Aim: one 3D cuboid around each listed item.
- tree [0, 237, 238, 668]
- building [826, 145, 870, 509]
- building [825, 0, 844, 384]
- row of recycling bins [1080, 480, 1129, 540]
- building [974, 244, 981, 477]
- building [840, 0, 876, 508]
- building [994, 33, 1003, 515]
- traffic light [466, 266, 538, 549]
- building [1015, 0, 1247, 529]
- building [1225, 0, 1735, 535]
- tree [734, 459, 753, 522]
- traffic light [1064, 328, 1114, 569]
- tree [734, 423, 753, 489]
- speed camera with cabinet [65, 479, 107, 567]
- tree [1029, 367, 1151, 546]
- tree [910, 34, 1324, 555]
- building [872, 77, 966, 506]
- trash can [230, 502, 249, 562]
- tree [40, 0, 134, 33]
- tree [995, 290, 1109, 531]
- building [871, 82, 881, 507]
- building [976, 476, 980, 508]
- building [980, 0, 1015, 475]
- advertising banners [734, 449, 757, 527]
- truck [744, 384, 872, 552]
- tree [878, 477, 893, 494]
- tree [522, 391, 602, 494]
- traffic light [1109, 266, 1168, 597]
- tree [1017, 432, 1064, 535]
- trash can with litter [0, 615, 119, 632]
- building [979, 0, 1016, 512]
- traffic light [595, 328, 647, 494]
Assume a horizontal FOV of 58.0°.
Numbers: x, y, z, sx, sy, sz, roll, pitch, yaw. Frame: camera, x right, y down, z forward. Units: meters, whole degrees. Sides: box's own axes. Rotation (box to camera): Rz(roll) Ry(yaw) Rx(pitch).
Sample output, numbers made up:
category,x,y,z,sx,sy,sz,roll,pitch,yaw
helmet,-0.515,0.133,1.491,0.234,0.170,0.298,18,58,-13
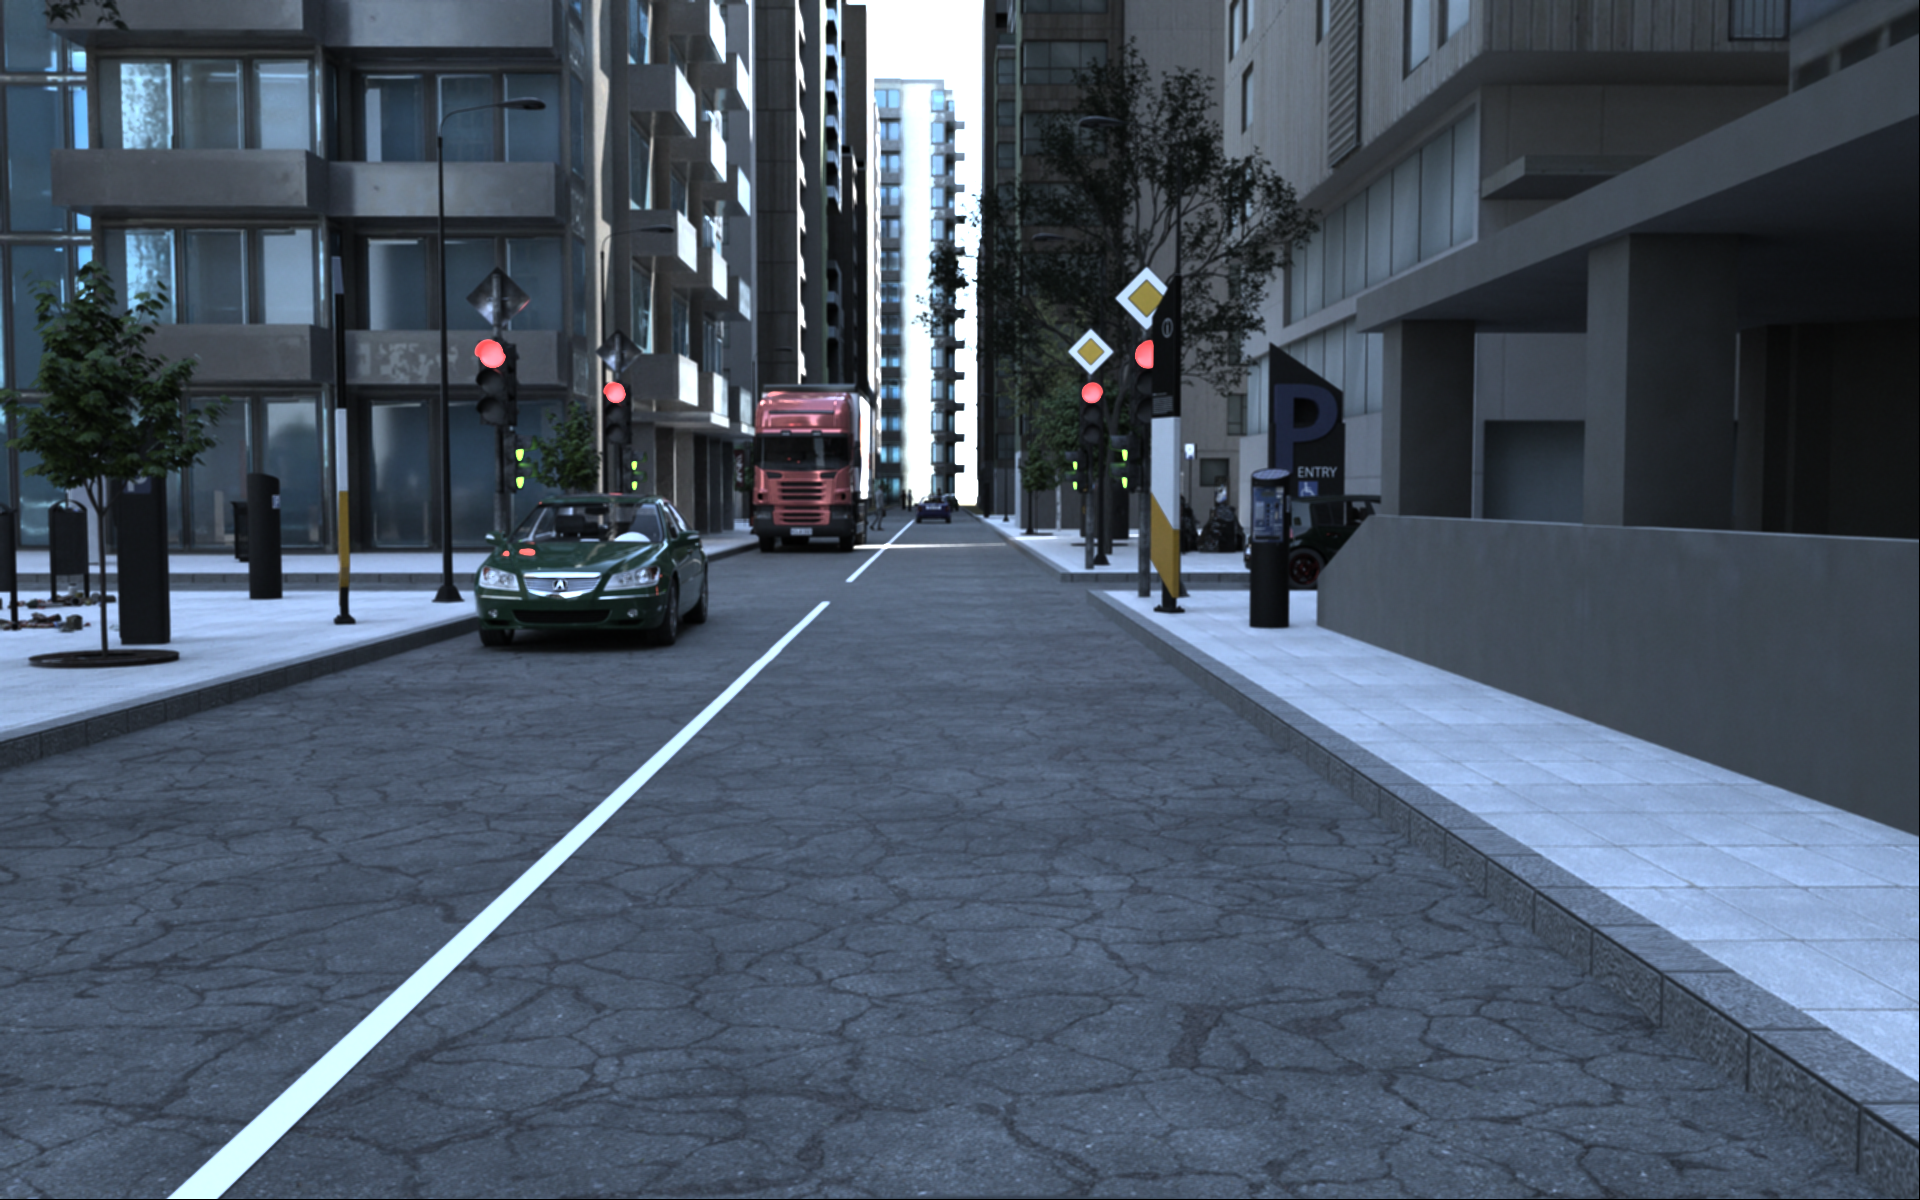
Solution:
category,x,y,z,sx,sy,sz,roll,pitch,yaw
tree,-6.581,-1.127,13.022,1.663,3.219,1.824,0,3,0
building,-14.824,-22.713,143.051,14.160,30.474,14.107,0,4,-1
building,-18.065,-49.261,118.086,22.319,86.520,31.000,0,4,-1
row of recycling bins,4.226,-2.645,50.364,1.069,1.692,3.534,0,4,-6
building,8.816,-25.935,195.740,14.107,30.474,14.160,0,4,-1
building,-14.979,-31.001,156.978,14.600,45.320,14.200,0,4,-1
building,9.176,-20.852,112.625,14.160,30.474,14.107,0,4,-1
traffic light,-5.679,-1.987,21.409,0.839,4.253,0.868,0,4,-1
building,9.165,-18.208,69.409,14.160,30.474,14.107,0,4,-1
building,21.514,-27.649,41.298,27.495,52.752,28.713,0,4,-1
tree,-9.929,-5.208,79.750,1.663,3.219,1.824,0,3,0
traffic light,2.197,-2.482,29.494,0.839,4.253,0.868,0,4,-1
tree,-7.955,-5.378,71.641,4.285,4.588,4.351,0,3,0
speed camera with cabinet,-15.728,-2.251,31.139,0.660,3.252,2.038,-2,4,-30
tree,3.415,-3.637,43.184,4.285,4.588,4.351,0,3,0
tree,3.061,-6.225,36.193,8.767,10.594,7.601,0,4,3
building,-14.607,-35.436,198.992,30.456,49.044,23.786,0,4,-1
trash can,-13.410,-1.293,32.788,0.748,1.137,0.748,0,3,0
tree,-6.600,-4.455,7.247,8.767,10.594,7.601,0,3,0
tree,3.344,-6.690,59.739,4.737,8.622,4.395,0,3,0
building,-14.961,-29.912,172.650,14.086,41.232,14.154,0,4,-1
building,17.784,-29.132,168.191,32.217,40.220,23.993,0,4,-1
building,8.824,-30.486,148.563,14.600,45.320,14.200,0,4,-1
advertising banners,-8.103,-4.415,68.378,2.074,3.025,0.090,-3,5,-44
truck,-3.835,-3.518,46.429,2.839,4.237,11.283,0,4,0
tree,-8.141,-11.469,182.112,1.663,3.219,1.824,0,3,0
tree,-7.224,-2.337,32.816,1.663,3.219,1.824,0,3,0
traffic light,2.282,-1.993,21.509,0.839,4.253,0.868,0,4,-1
tree,2.364,-3.636,54.049,1.663,3.219,1.824,0,3,0
trash can with litter,-8.987,-0.330,16.458,2.233,1.210,1.678,1,4,20
building,11.963,-42.288,129.653,20.563,71.187,20.611,0,4,-1
traffic light,-5.763,-2.475,29.394,0.839,4.253,0.868,0,4,-1
